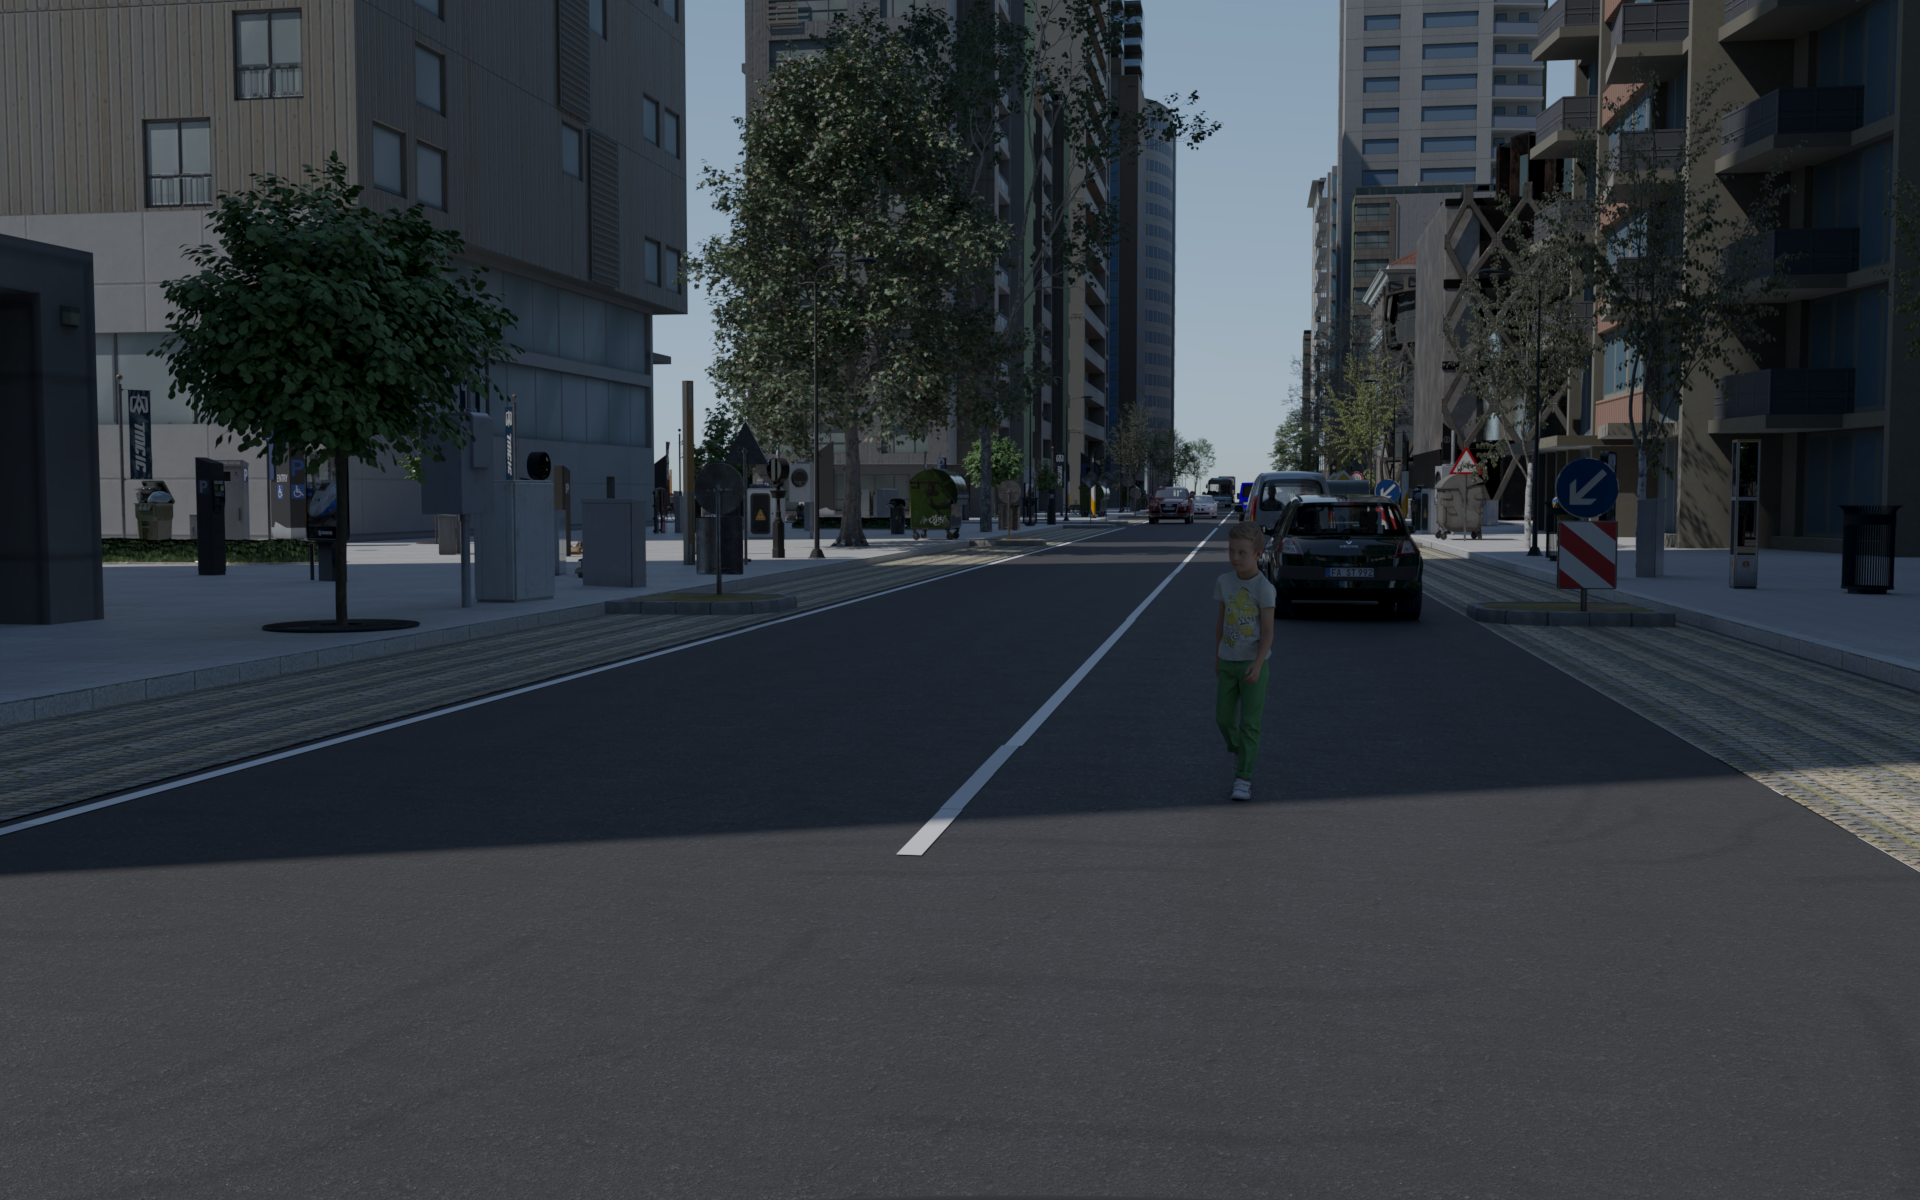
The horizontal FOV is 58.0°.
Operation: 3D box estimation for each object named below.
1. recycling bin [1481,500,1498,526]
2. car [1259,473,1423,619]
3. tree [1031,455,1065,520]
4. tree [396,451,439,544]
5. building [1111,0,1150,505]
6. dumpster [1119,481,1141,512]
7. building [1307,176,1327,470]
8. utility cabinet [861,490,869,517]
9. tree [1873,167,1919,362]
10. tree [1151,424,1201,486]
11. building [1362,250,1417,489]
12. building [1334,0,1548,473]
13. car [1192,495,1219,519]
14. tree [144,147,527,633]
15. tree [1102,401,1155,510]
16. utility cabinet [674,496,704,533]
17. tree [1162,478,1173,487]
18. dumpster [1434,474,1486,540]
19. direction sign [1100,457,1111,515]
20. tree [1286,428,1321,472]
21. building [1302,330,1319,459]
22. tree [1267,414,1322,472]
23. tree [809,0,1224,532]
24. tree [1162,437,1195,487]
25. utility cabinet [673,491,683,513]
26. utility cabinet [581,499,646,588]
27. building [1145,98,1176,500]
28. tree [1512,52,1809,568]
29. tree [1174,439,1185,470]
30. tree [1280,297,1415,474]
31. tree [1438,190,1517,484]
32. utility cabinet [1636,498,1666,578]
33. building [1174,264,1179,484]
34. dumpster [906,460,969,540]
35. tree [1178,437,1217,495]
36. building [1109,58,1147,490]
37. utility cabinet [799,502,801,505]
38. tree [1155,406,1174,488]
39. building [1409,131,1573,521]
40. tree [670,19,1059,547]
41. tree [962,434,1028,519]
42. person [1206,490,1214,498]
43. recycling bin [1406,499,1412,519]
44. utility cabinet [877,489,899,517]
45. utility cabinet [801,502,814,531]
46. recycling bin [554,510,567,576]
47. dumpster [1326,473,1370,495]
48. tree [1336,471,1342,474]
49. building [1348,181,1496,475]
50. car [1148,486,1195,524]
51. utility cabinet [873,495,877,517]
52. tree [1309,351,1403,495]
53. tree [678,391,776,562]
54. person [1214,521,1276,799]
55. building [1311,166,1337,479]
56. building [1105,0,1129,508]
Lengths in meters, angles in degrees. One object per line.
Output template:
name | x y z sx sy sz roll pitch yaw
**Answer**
recycling bin | 21.031 -3.472 69.316 0.722 1.027 0.722 -2 4 -31
car | 4.630 -0.703 21.276 2.009 1.686 4.222 1 4 8
tree | 4.209 -5.494 84.431 1.663 3.219 1.824 0 3 0
tree | -13.398 -3.055 44.545 1.663 3.219 1.824 0 3 0
building | 11.783 -54.566 204.821 22.319 86.520 31.000 1 4 9
dumpster | 12.486 -7.635 127.325 1.502 2.255 1.985 1 4 9
building | 70.637 -42.180 278.874 28.713 52.752 27.495 1 4 9
utility cabinet | -5.078 -4.698 85.486 1.173 1.500 0.318 -2 4 -32
tree | 17.904 -4.828 29.307 4.737 8.622 4.395 0 3 0
tree | 28.774 -18.151 231.178 8.767 10.594 7.601 -3 5 -40
building | 38.912 -18.552 139.475 11.583 22.565 21.152 1 4 9
building | 50.671 -39.253 183.790 21.231 58.520 28.212 1 4 9
car | 14.323 -5.534 102.840 2.083 1.381 4.827 1 4 9
tree | -5.893 -2.003 16.466 4.285 4.588 4.351 0 3 0
tree | 13.414 -11.554 139.262 4.360 8.622 3.978 0 3 0
utility cabinet | -8.986 -2.831 57.446 0.306 1.237 1.020 3 5 44
tree | 23.682 -12.278 195.345 1.663 3.219 1.824 0 3 0
dumpster | 14.084 -2.631 48.768 1.264 1.857 1.865 1 4 9
direction sign | 8.803 -6.911 104.993 0.379 3.537 0.876 -3 4 -39
tree | 37.430 -14.558 188.383 4.360 8.622 3.978 0 3 0
building | 66.543 -32.390 301.283 14.160 30.474 14.107 1 4 9
tree | 45.273 -19.333 234.222 7.486 12.596 7.792 0 3 0
tree | 1.646 -12.279 56.647 12.611 20.169 13.585 0 3 0
tree | 27.711 -16.505 220.218 4.737 8.622 4.395 0 3 0
utility cabinet | -18.007 -6.238 110.674 0.318 1.500 1.173 0 4 6
utility cabinet | -4.816 -0.793 24.121 1.020 1.237 0.306 3 4 36
building | 20.564 -43.628 255.312 21.231 58.520 28.212 1 4 9
tree | 12.025 -4.855 29.740 4.360 8.622 3.978 0 3 0
tree | 19.058 -13.129 165.020 4.360 8.622 3.978 0 3 0
tree | 24.991 -12.076 107.819 12.009 13.543 11.850 0 3 0
tree | 13.385 -5.528 40.747 4.360 8.622 3.978 0 3 0
utility cabinet | 10.765 -0.969 27.009 0.306 1.237 1.020 2 4 29
building | 23.990 -40.711 285.224 23.786 49.044 30.456 1 4 9
dumpster | -0.649 -2.819 48.577 1.502 2.255 1.985 1 4 9
tree | 42.715 -23.679 312.906 9.928 11.665 9.643 0 3 0
building | 12.275 -32.600 183.128 14.600 45.320 14.200 1 4 9
utility cabinet | -8.046 -4.927 91.714 1.020 1.237 0.306 2 4 30
tree | 14.693 -11.896 144.855 4.360 8.622 3.978 0 3 0
building | 32.267 -13.431 87.050 16.811 18.784 16.820 1 4 9
tree | -2.641 -7.672 42.447 9.611 12.733 9.660 0 3 0
tree | 1.788 -6.413 88.560 4.285 4.588 4.351 0 3 0
person | 26.082 -10.592 181.642 0.705 1.831 1.348 -3 5 -45
recycling bin | 23.754 -4.773 90.591 0.722 1.027 0.722 2 4 28
utility cabinet | -2.955 -3.838 71.432 0.318 1.500 1.173 2 4 32
utility cabinet | -5.150 -2.998 60.180 0.306 1.237 1.020 -1 4 -19
recycling bin | -6.677 -0.915 27.518 0.722 1.027 0.722 0 4 -3
dumpster | 15.149 -3.880 68.388 1.985 2.255 1.502 1 4 10
tree | 28.518 -8.287 130.095 1.663 3.219 1.824 0 3 0
building | 44.034 -24.006 164.194 14.160 30.474 14.107 1 4 9
car | 10.363 -4.652 84.740 2.281 1.827 5.304 1 4 10
utility cabinet | -3.747 -4.321 81.807 0.306 1.237 1.020 -2 4 -28
tree | 20.676 -8.440 88.349 4.737 8.622 4.395 0 3 0
tree | -4.607 -2.339 32.844 1.663 3.219 1.824 0 3 0
person | 1.367 0.271 8.325 0.306 1.304 0.590 1 4 16
building | 62.774 -38.616 250.975 23.786 49.044 30.456 1 4 9
building | 6.013 -44.496 165.768 20.563 71.187 20.611 1 4 9
